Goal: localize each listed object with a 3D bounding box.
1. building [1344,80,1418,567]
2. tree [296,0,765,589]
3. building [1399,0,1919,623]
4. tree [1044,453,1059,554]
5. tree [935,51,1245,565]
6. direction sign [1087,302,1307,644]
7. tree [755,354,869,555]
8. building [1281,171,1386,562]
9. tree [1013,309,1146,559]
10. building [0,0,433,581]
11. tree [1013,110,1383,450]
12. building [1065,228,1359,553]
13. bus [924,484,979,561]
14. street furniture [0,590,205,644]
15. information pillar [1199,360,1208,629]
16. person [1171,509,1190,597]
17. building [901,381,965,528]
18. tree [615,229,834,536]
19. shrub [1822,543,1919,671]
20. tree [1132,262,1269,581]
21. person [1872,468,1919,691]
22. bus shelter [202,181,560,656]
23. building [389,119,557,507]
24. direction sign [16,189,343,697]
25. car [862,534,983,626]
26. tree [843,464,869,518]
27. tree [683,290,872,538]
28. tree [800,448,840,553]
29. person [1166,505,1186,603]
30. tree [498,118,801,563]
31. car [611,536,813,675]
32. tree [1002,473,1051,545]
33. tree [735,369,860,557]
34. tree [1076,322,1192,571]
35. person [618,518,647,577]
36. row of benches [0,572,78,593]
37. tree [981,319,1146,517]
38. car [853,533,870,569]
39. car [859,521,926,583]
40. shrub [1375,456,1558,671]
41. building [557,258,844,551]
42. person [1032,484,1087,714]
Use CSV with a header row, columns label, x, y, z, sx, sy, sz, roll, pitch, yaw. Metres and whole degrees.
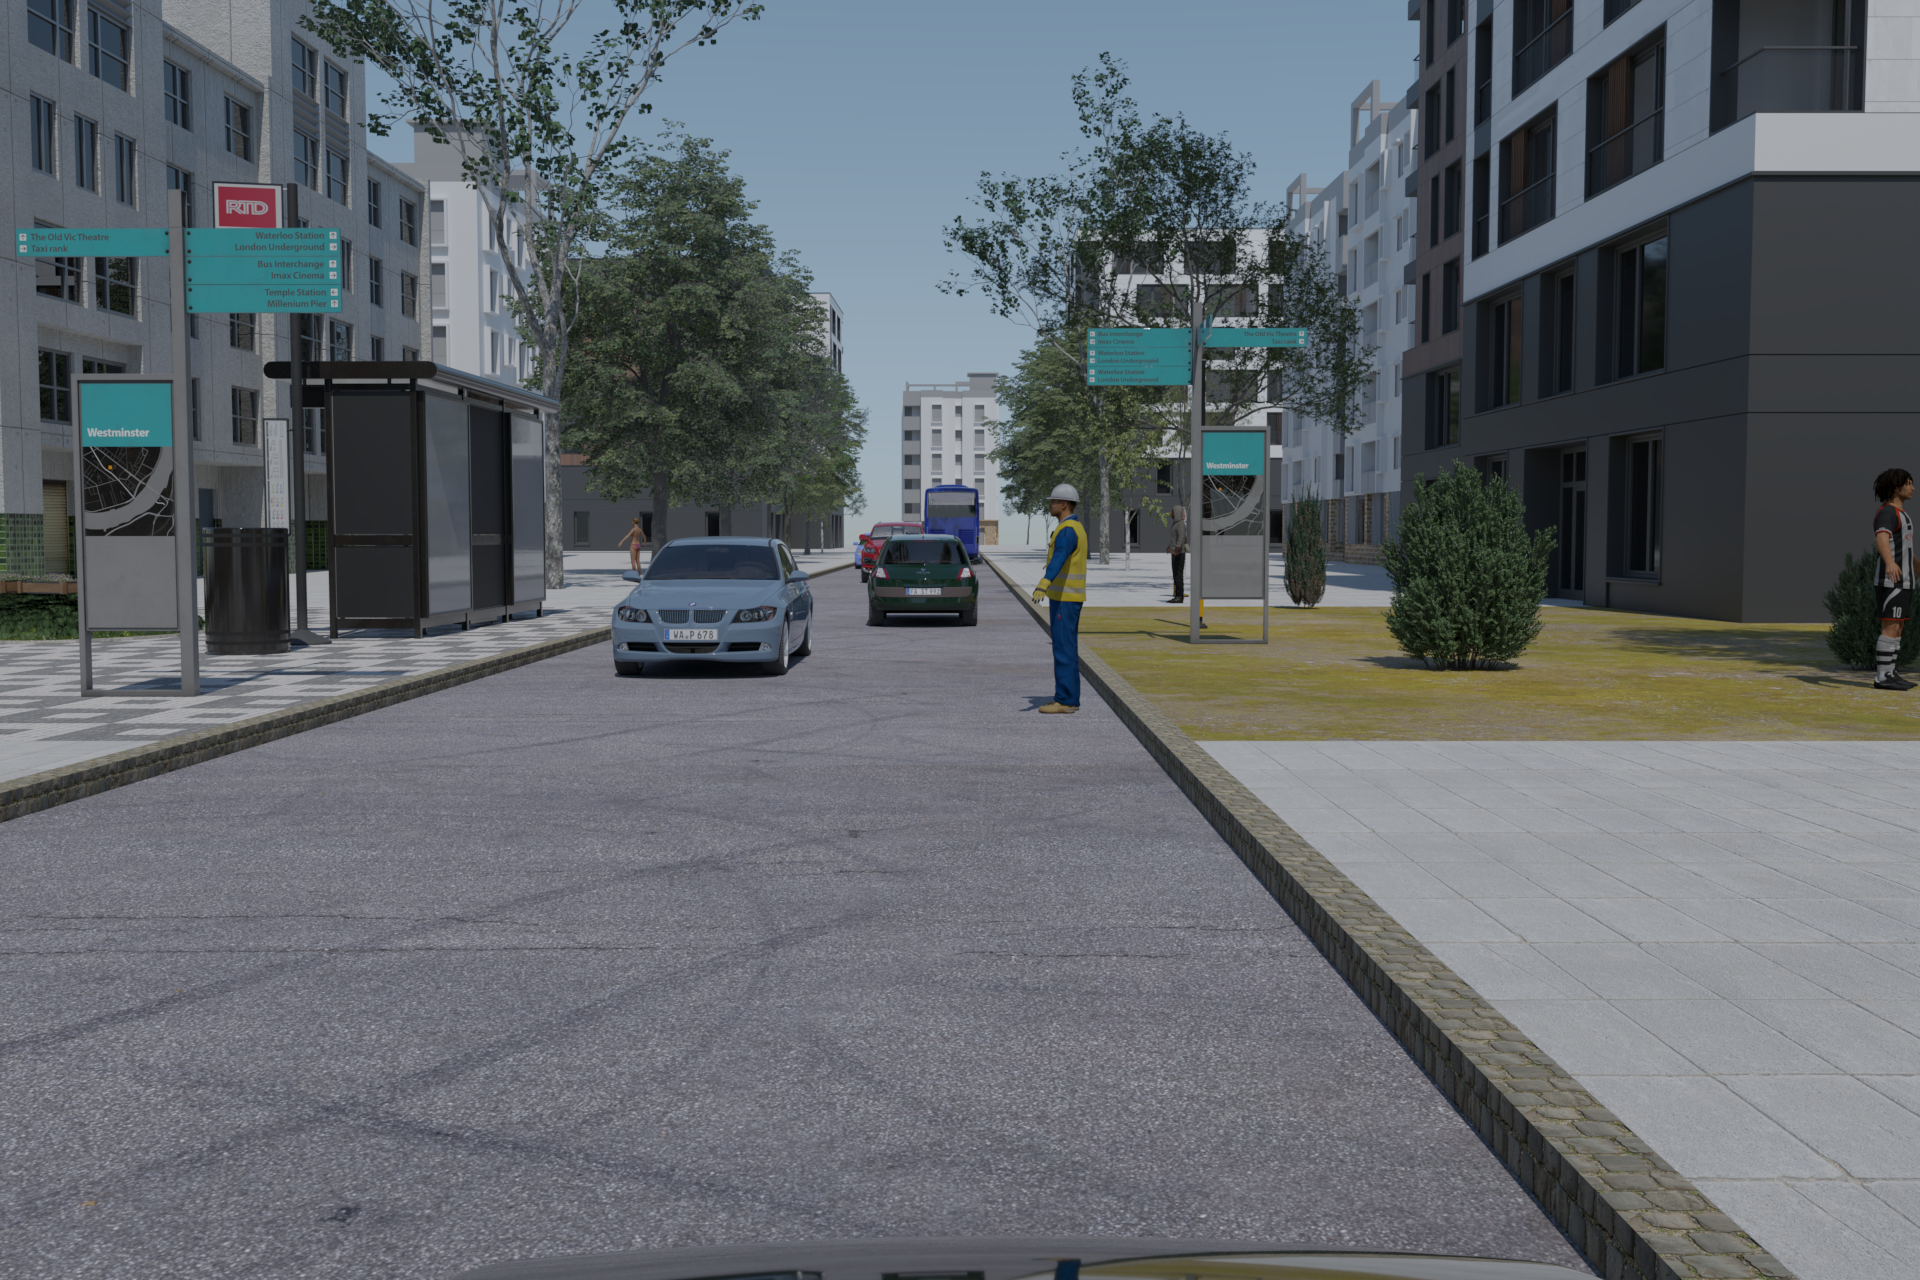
label,x,y,z,sx,sy,sz,roll,pitch,yaw
building,21.817,-13.286,73.653,16.016,20.090,11.380,0,4,0
tree,-10.867,-11.219,39.328,12.611,20.169,13.585,0,3,0
building,25.098,-12.020,40.501,27.936,21.610,32.646,0,4,0
tree,5.545,-9.899,112.207,4.360,8.622,3.978,0,3,0
tree,5.158,-13.160,71.054,12.611,20.169,13.585,0,3,0
direction sign,2.729,-1.883,19.542,2.525,3.948,1.411,0,4,1
tree,-9.337,-11.563,107.182,7.486,12.596,7.792,0,3,0
building,22.492,-14.415,92.110,16.016,20.090,11.380,0,4,0
tree,6.157,-10.374,87.740,7.486,12.596,7.792,0,3,0
building,-29.847,-11.500,54.477,16.747,18.905,31.486,0,4,0
tree,5.647,-6.333,37.958,8.767,10.594,7.601,-2,4,-30
building,21.799,-17.618,132.024,27.936,21.610,32.646,0,4,0
bus,-0.412,-5.721,85.091,2.896,3.916,12.251,0,4,0
street furniture,-13.188,-0.300,20.538,5.734,0.657,10.072,1,4,21
information pillar,3.254,-1.971,23.583,0.183,3.616,0.504,0,4,-1
person,4.492,-1.782,35.276,0.704,1.812,1.346,0,4,-2
building,-6.649,-21.345,207.869,11.380,20.090,16.016,1,4,10
tree,-9.922,-10.120,72.111,9.857,13.997,8.962,0,3,0
shrub,8.640,-0.317,16.302,1.383,1.207,1.383,0,3,0
tree,5.923,-5.940,47.480,4.360,8.622,3.978,0,3,0
person,7.747,-0.500,14.315,0.704,1.843,1.345,3,4,37
bus shelter,-7.357,-2.743,22.479,2.179,5.291,8.768,0,4,1
building,-26.616,-13.699,80.406,16.016,20.090,11.380,0,4,0
direction sign,-6.069,-1.551,14.117,2.525,3.948,1.411,0,4,1
car,-0.606,-1.133,28.310,2.009,1.686,4.222,0,4,-1
tree,-14.396,-16.727,207.890,7.601,10.594,8.767,0,4,-1
tree,-9.521,-10.755,86.217,12.009,13.543,11.850,0,3,0
tree,-9.061,-10.143,116.196,4.360,8.622,3.978,0,3,0
person,4.012,-1.591,32.149,0.705,1.813,1.348,0,4,0
tree,-9.612,-9.076,55.054,9.857,13.997,8.962,0,3,0
car,-2.626,-0.436,19.130,2.014,1.417,4.499,0,3,0
tree,8.421,-16.675,207.043,7.601,10.594,8.767,0,4,8
tree,-9.587,-10.488,97.235,9.928,11.665,9.643,0,3,0
tree,5.838,-6.666,59.345,4.737,8.622,4.395,0,3,0
person,-9.138,-2.546,48.433,0.721,1.733,1.217,2,4,27
row of benches,-15.518,-0.757,27.843,4.104,0.672,1.422,2,4,26
tree,6.024,-11.816,99.849,9.857,13.997,8.962,0,3,0
car,-3.452,-3.814,71.951,1.945,1.707,3.694,0,4,0
car,-1.879,-2.679,52.479,2.281,1.827,5.304,0,4,0
shrub,4.785,-0.736,16.458,1.690,2.028,1.600,0,3,0
building,-24.950,-18.392,144.692,27.936,21.610,32.646,0,4,1
person,0.813,-0.337,13.941,0.705,1.833,1.349,1,4,13
